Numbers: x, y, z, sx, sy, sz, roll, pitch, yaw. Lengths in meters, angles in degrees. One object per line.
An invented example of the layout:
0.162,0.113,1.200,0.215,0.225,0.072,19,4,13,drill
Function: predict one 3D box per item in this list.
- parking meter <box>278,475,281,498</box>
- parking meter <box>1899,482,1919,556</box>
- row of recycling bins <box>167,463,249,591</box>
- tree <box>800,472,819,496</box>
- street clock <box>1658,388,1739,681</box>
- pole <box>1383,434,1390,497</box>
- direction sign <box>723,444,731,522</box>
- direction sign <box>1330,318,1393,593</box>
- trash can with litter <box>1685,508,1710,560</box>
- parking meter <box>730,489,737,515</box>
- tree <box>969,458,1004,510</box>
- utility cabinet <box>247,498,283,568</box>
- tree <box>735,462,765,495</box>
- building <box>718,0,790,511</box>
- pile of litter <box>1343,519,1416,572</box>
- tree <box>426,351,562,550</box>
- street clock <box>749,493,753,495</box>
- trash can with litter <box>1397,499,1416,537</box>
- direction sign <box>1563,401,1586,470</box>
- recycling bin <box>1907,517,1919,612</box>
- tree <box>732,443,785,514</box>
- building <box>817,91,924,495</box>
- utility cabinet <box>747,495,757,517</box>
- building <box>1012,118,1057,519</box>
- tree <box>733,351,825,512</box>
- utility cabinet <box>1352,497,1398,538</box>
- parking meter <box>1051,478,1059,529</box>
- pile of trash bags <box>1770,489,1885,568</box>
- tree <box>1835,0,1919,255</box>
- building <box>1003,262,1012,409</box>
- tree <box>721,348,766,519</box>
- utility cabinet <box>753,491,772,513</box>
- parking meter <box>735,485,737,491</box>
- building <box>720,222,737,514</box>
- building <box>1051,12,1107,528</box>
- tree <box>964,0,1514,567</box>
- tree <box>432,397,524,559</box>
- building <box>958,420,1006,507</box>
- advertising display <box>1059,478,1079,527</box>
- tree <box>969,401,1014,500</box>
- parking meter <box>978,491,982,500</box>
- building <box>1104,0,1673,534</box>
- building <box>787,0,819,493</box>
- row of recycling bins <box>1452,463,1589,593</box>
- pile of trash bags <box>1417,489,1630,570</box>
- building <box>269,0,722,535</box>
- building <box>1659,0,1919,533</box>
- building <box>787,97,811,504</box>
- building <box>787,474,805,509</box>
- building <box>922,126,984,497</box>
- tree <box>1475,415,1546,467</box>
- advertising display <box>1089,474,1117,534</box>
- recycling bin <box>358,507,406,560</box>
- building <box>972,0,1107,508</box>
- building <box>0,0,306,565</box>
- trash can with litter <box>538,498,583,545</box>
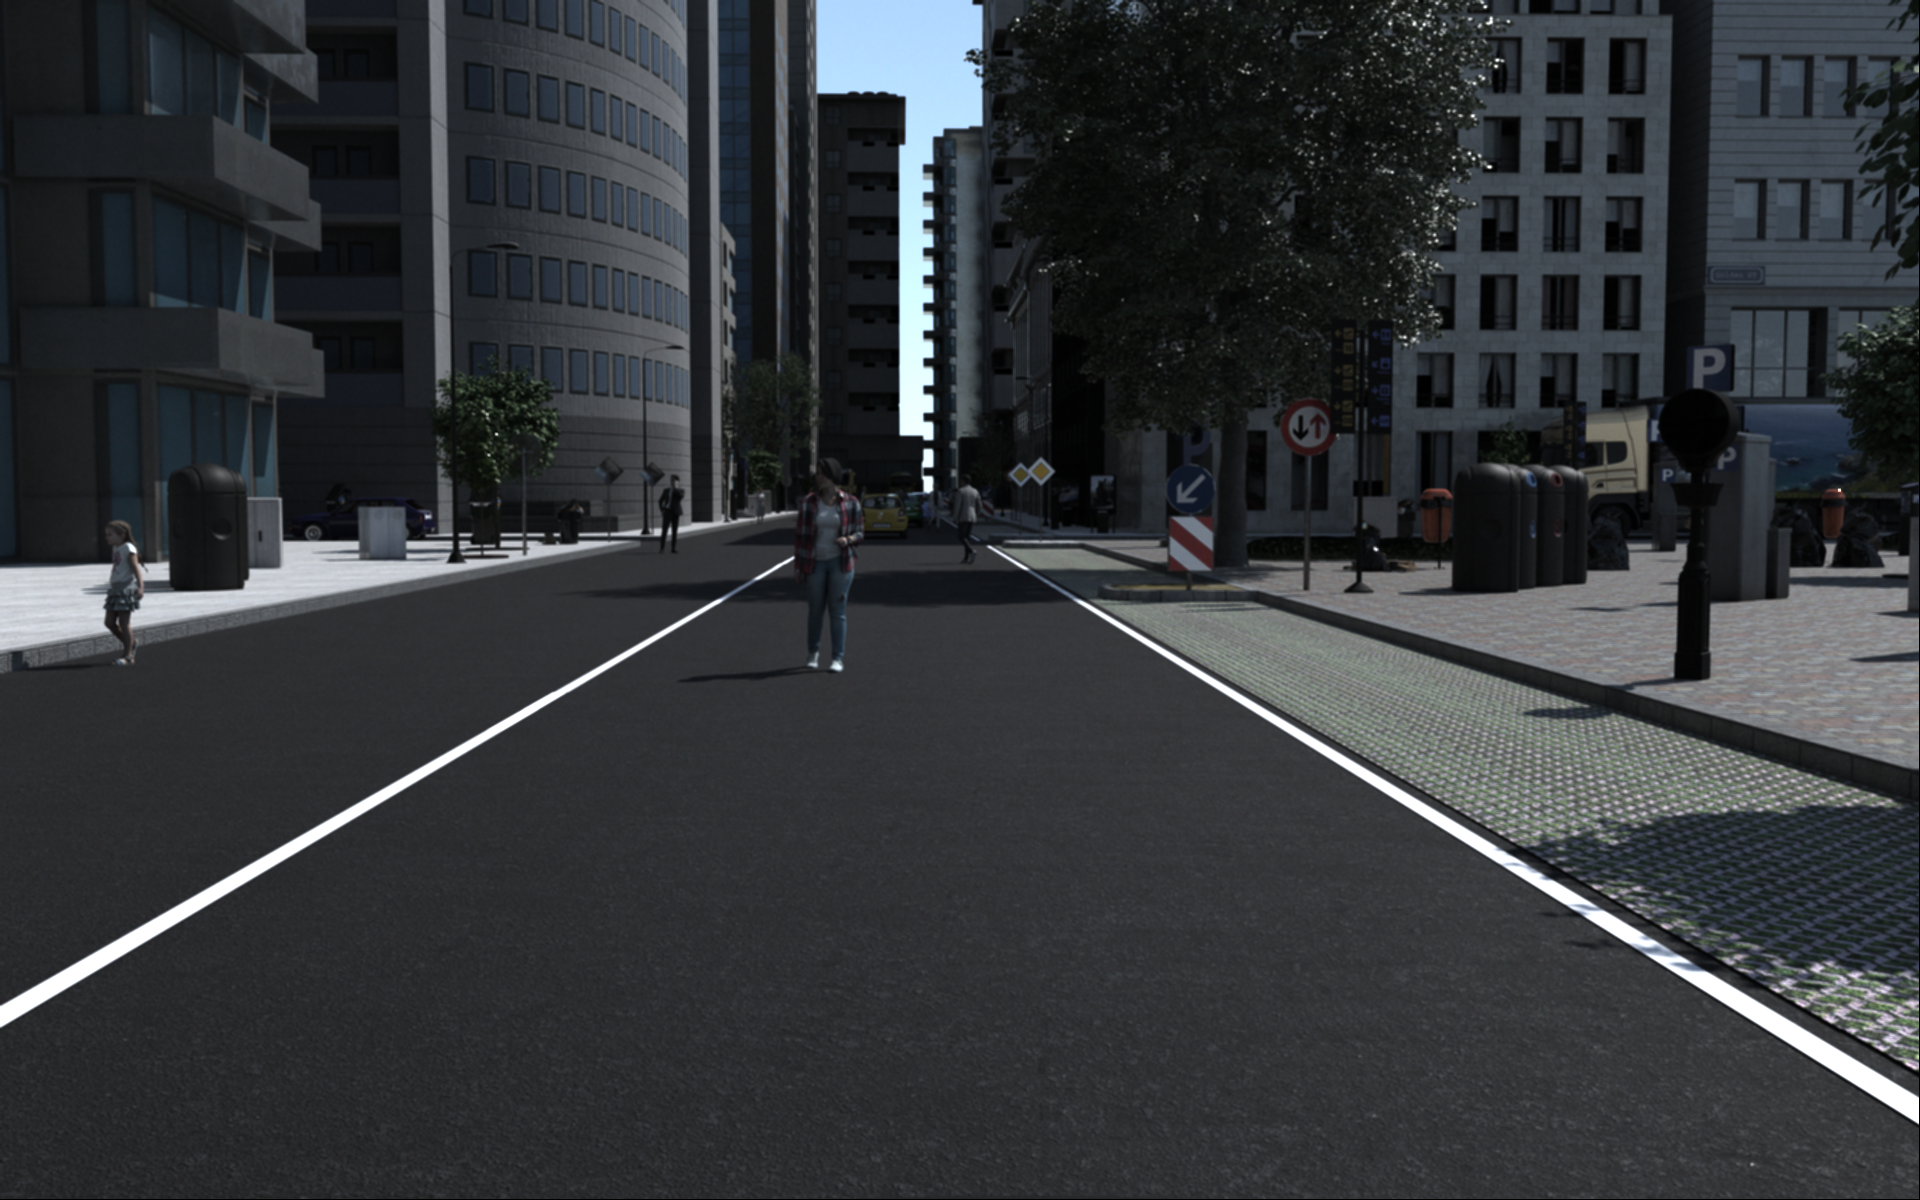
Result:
-17.712,-2.380,44.629,0.399,1.863,0.255,-1,4,-12,parking meter
19.832,-1.697,36.161,0.372,1.533,0.369,0,3,0,parking meter
-10.599,-1.059,24.431,1.069,1.692,3.534,-1,4,-21,row of recycling bins
-13.142,-9.555,150.830,1.663,3.219,1.824,0,3,0,tree
5.089,-0.453,11.979,0.471,2.002,0.358,3,5,40,street clock
13.624,-3.765,55.398,0.158,3.312,0.155,0,3,0,pole
-10.603,-5.305,78.732,0.379,3.537,0.876,0,4,3,direction sign
5.208,-1.866,22.510,0.876,3.537,0.379,-1,4,-16,direction sign
10.914,-0.856,25.382,0.624,1.170,1.055,1,4,18,trash can with litter
-12.529,-5.340,95.719,0.372,1.533,0.369,0,3,0,parking meter
2.169,-9.752,143.154,4.285,4.588,4.351,0,3,0,tree
-12.331,-1.157,30.086,1.020,1.237,0.306,-1,4,-10,utility cabinet
-12.344,-6.578,102.153,1.663,3.219,1.824,0,3,0,tree
-20.762,-29.674,135.286,14.600,45.320,14.200,0,4,-2,building
7.085,-0.931,29.195,1.176,0.858,1.719,0,4,6,pile of litter
-10.689,-3.444,40.016,4.285,4.588,4.351,0,3,0,tree
-13.893,-6.780,115.420,0.471,2.002,0.358,-1,4,-17,street clock
10.858,-1.945,43.193,0.624,1.170,1.055,-2,4,-28,trash can with litter
14.990,-3.076,42.294,0.876,3.537,0.379,-3,4,-36,direction sign
10.780,-0.376,18.708,0.722,1.027,0.722,0,4,2,recycling bin
-12.916,-7.789,111.070,4.285,4.588,4.351,0,3,0,tree
-18.680,-39.022,227.247,27.495,52.752,28.713,0,4,-2,building
-12.056,-5.351,98.647,1.020,1.237,0.306,-3,5,-41,utility cabinet
10.360,-15.387,93.376,13.314,21.916,24.055,0,4,-2,building
-13.300,-12.164,124.642,9.928,11.665,9.643,0,3,0,tree
9.637,-1.778,40.225,1.020,1.237,0.306,1,4,14,utility cabinet
3.448,-3.495,62.855,0.255,1.863,0.399,1,4,12,parking meter
15.899,-1.344,31.724,1.912,1.369,3.447,2,4,29,pile of trash bags
5.666,-1.456,7.518,4.285,4.588,4.351,0,3,0,tree
10.276,-16.888,117.915,13.314,21.916,24.055,0,4,-2,building
-11.874,-8.396,87.629,4.360,8.622,3.978,0,3,0,tree
-13.091,-6.490,114.796,1.173,1.500,0.318,-2,4,-26,utility cabinet
-13.728,-6.160,106.421,0.399,1.863,0.255,1,4,13,parking meter
-28.734,-15.842,104.055,27.650,21.520,28.899,0,4,-2,building
10.717,-14.908,73.424,12.332,23.373,15.834,0,4,-2,building
4.796,-7.573,30.481,9.857,13.997,8.962,0,3,0,tree
-9.727,-2.450,34.665,1.663,3.219,1.824,0,3,0,tree
11.390,-53.519,187.712,22.319,86.520,31.000,0,4,-2,building
4.213,-3.854,68.227,0.974,1.923,0.123,0,4,-8,advertising display
2.486,-11.336,135.702,4.360,8.622,3.978,0,3,0,tree
1.399,-7.108,124.618,0.372,1.533,0.369,0,3,0,parking meter
14.045,-12.567,60.224,16.860,20.320,10.420,0,4,-2,building
-26.560,-46.144,192.709,20.611,71.187,20.563,0,4,-2,building
7.729,-1.028,23.915,1.069,1.692,3.534,3,4,38,row of recycling bins
9.616,-1.230,29.865,3.447,1.369,1.912,0,3,0,pile of trash bags
-21.394,-32.089,66.659,21.231,58.520,28.212,0,4,-2,building
38.441,-17.335,60.925,29.804,29.767,11.434,0,4,-2,building
-22.436,-29.978,173.740,14.154,41.232,14.086,0,4,-2,building
-30.338,-28.290,154.422,32.217,40.220,23.993,0,4,-2,building
10.376,-37.050,225.377,30.456,49.044,23.786,0,4,-2,building
13.385,-2.893,41.895,1.663,3.219,1.824,0,3,0,tree
4.660,-3.135,56.472,0.974,1.923,0.123,3,4,38,advertising display
-11.384,-1.320,34.128,0.722,1.027,0.722,-3,4,-37,recycling bin
16.028,-34.890,159.686,28.713,52.752,27.495,0,4,-2,building
-28.848,-25.125,30.395,30.456,49.044,23.786,0,4,-2,building
-10.172,-2.002,44.122,1.055,1.170,0.624,-2,4,-33,trash can with litter
